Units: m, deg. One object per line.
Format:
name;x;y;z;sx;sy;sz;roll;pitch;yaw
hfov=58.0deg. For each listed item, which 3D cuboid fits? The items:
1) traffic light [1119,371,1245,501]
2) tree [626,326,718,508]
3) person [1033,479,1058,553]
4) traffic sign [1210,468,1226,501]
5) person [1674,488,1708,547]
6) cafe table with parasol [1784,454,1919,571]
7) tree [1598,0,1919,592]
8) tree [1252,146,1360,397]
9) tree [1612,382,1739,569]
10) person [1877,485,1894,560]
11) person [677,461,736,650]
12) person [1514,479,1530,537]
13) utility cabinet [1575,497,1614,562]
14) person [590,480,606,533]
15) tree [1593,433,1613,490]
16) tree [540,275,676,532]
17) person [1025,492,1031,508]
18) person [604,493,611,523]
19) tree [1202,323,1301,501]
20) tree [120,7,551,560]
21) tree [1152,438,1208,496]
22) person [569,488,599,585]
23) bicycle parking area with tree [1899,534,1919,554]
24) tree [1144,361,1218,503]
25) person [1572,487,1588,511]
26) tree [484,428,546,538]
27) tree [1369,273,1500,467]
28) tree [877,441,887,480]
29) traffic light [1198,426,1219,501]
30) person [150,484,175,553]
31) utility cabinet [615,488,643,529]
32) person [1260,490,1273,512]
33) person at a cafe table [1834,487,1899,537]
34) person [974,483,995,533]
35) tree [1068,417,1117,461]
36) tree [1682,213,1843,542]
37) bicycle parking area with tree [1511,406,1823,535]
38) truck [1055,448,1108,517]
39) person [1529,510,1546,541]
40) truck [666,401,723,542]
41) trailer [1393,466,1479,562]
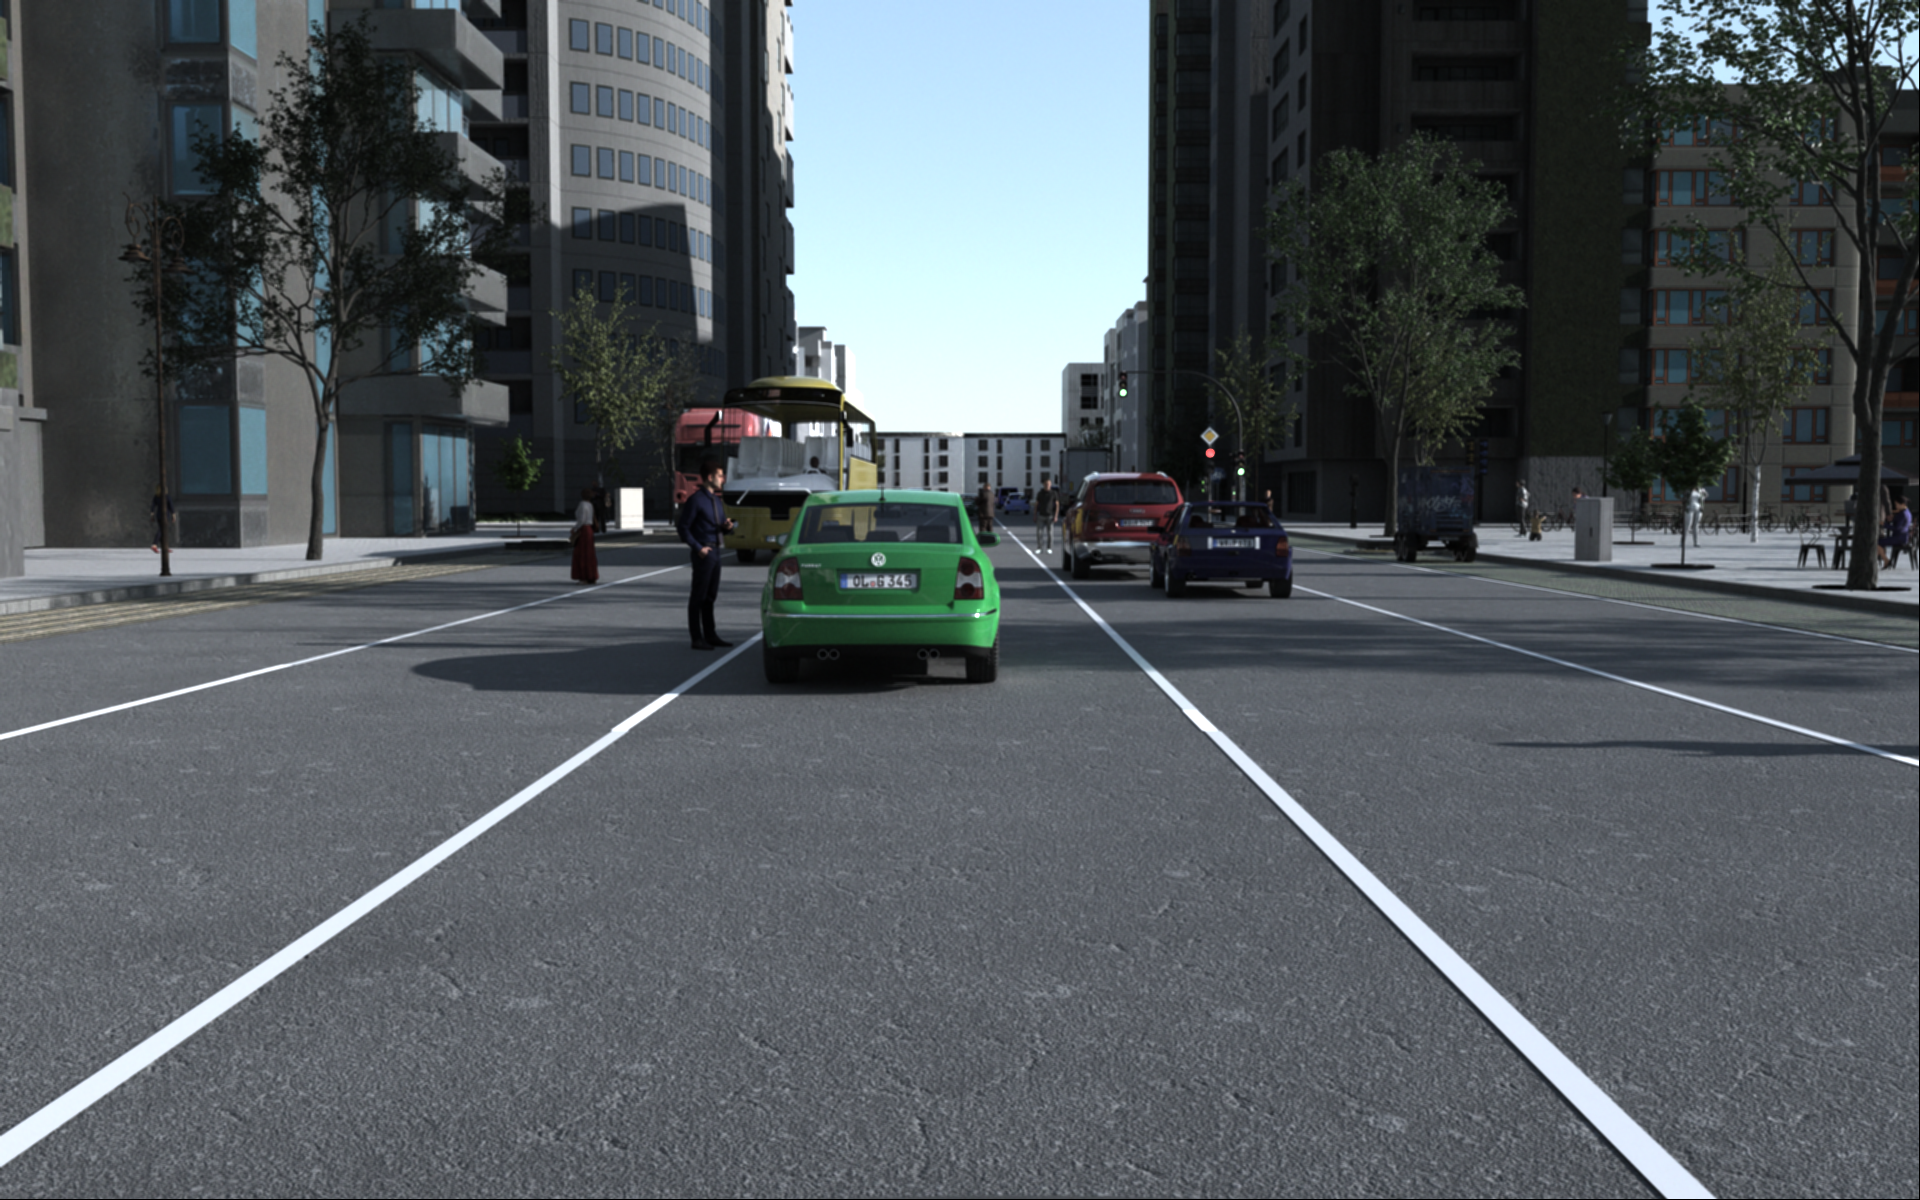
traffic light;8.210;-5.461;63.951;4.771;5.953;1.251;0;4;0
tree;-12.578;-7.701;76.276;4.360;8.622;3.978;0;3;0
person;2.066;-2.037;41.932;0.598;1.807;0.434;2;4;28
traffic sign;12.362;-5.074;83.066;0.768;2.556;0.104;0;4;5
person;17.840;-2.167;42.189;0.841;1.734;0.376;0;4;3
cafe table with parasol;15.267;-1.504;29.459;2.610;1.966;2.610;0;4;5
tree;12.096;-5.930;22.709;9.928;11.665;9.643;0;3;0
tree;12.635;-7.652;50.859;9.928;11.665;9.643;0;3;0
tree;12.633;-2.159;29.905;1.663;3.219;1.824;0;3;0
person;17.782;-1.658;33.708;0.434;1.755;0.990;0;4;-5
person;-2.295;-0.419;16.056;0.504;1.737;0.576;1;4;12
person;16.784;-2.750;51.723;0.376;1.734;0.841;2;4;31
utility cabinet;12.212;-1.360;33.394;0.306;1.237;1.020;0;4;-6
person;-11.890;-3.064;56.821;0.565;1.739;0.600;-1;4;-13
tree;17.276;-3.045;44.380;1.663;3.219;1.824;0;3;0
tree;-12.039;-6.647;59.046;4.737;8.622;4.395;0;3;0
person;7.009;-10.506;181.069;0.742;1.727;0.445;-2;4;-25
person;-15.699;-4.081;76.670;0.340;1.345;0.435;1;4;18
tree;12.639;-7.666;75.709;4.737;8.622;4.395;0;3;0
tree;-12.248;-6.044;33.235;7.601;10.594;8.767;1;4;20
tree;13.012;-7.213;101.652;4.285;4.588;4.351;0;3;0
person;-5.951;-1.009;27.468;0.387;1.526;0.523;1;4;15
bicycle parking area with tree;24.963;-3.135;38.267;8.231;4.147;9.016;3;5;42
tree;12.505;-8.903;95.925;4.360;8.622;3.978;0;3;0
person;13.483;-1.719;37.390;0.697;1.427;0.421;-2;4;-30
tree;-12.858;-3.423;50.571;1.663;3.219;1.824;0;3;0
tree;15.863;-6.614;58.502;4.737;8.622;4.395;0;3;0
tree;-11.061;-16.029;212.443;4.737;8.622;4.395;0;3;0
traffic light;10.348;-5.085;72.065;0.839;4.253;0.868;0;4;0
person;-17.471;-1.792;37.879;0.480;1.512;0.613;0;4;-6
utility cabinet;-12.111;-3.343;63.333;0.318;1.500;1.173;2;4;33
person;9.333;-2.573;52.830;0.388;1.546;0.482;-3;5;-41
person at a cafe table;25.862;-2.497;49.335;1.698;1.524;1.622;2;4;25
person;0.669;-2.378;48.073;0.600;1.739;0.565;1;4;16
tree;12.825;-13.641;173.396;4.737;8.622;4.395;0;3;0
tree;21.311;-5.864;46.245;4.737;8.622;4.395;0;3;0
bicycle parking area with tree;23.962;-4.373;58.495;9.016;4.147;8.231;-1;4;-22
truck;7.681;-7.411;110.078;2.839;4.237;11.283;0;4;0
person;15.908;-2.066;47.753;0.347;0.859;0.695;2;4;30
truck;-7.174;-4.025;54.728;2.839;4.237;11.283;0;4;-1
trailer;10.018;-1.838;37.095;1.471;1.999;3.904;0;4;2
